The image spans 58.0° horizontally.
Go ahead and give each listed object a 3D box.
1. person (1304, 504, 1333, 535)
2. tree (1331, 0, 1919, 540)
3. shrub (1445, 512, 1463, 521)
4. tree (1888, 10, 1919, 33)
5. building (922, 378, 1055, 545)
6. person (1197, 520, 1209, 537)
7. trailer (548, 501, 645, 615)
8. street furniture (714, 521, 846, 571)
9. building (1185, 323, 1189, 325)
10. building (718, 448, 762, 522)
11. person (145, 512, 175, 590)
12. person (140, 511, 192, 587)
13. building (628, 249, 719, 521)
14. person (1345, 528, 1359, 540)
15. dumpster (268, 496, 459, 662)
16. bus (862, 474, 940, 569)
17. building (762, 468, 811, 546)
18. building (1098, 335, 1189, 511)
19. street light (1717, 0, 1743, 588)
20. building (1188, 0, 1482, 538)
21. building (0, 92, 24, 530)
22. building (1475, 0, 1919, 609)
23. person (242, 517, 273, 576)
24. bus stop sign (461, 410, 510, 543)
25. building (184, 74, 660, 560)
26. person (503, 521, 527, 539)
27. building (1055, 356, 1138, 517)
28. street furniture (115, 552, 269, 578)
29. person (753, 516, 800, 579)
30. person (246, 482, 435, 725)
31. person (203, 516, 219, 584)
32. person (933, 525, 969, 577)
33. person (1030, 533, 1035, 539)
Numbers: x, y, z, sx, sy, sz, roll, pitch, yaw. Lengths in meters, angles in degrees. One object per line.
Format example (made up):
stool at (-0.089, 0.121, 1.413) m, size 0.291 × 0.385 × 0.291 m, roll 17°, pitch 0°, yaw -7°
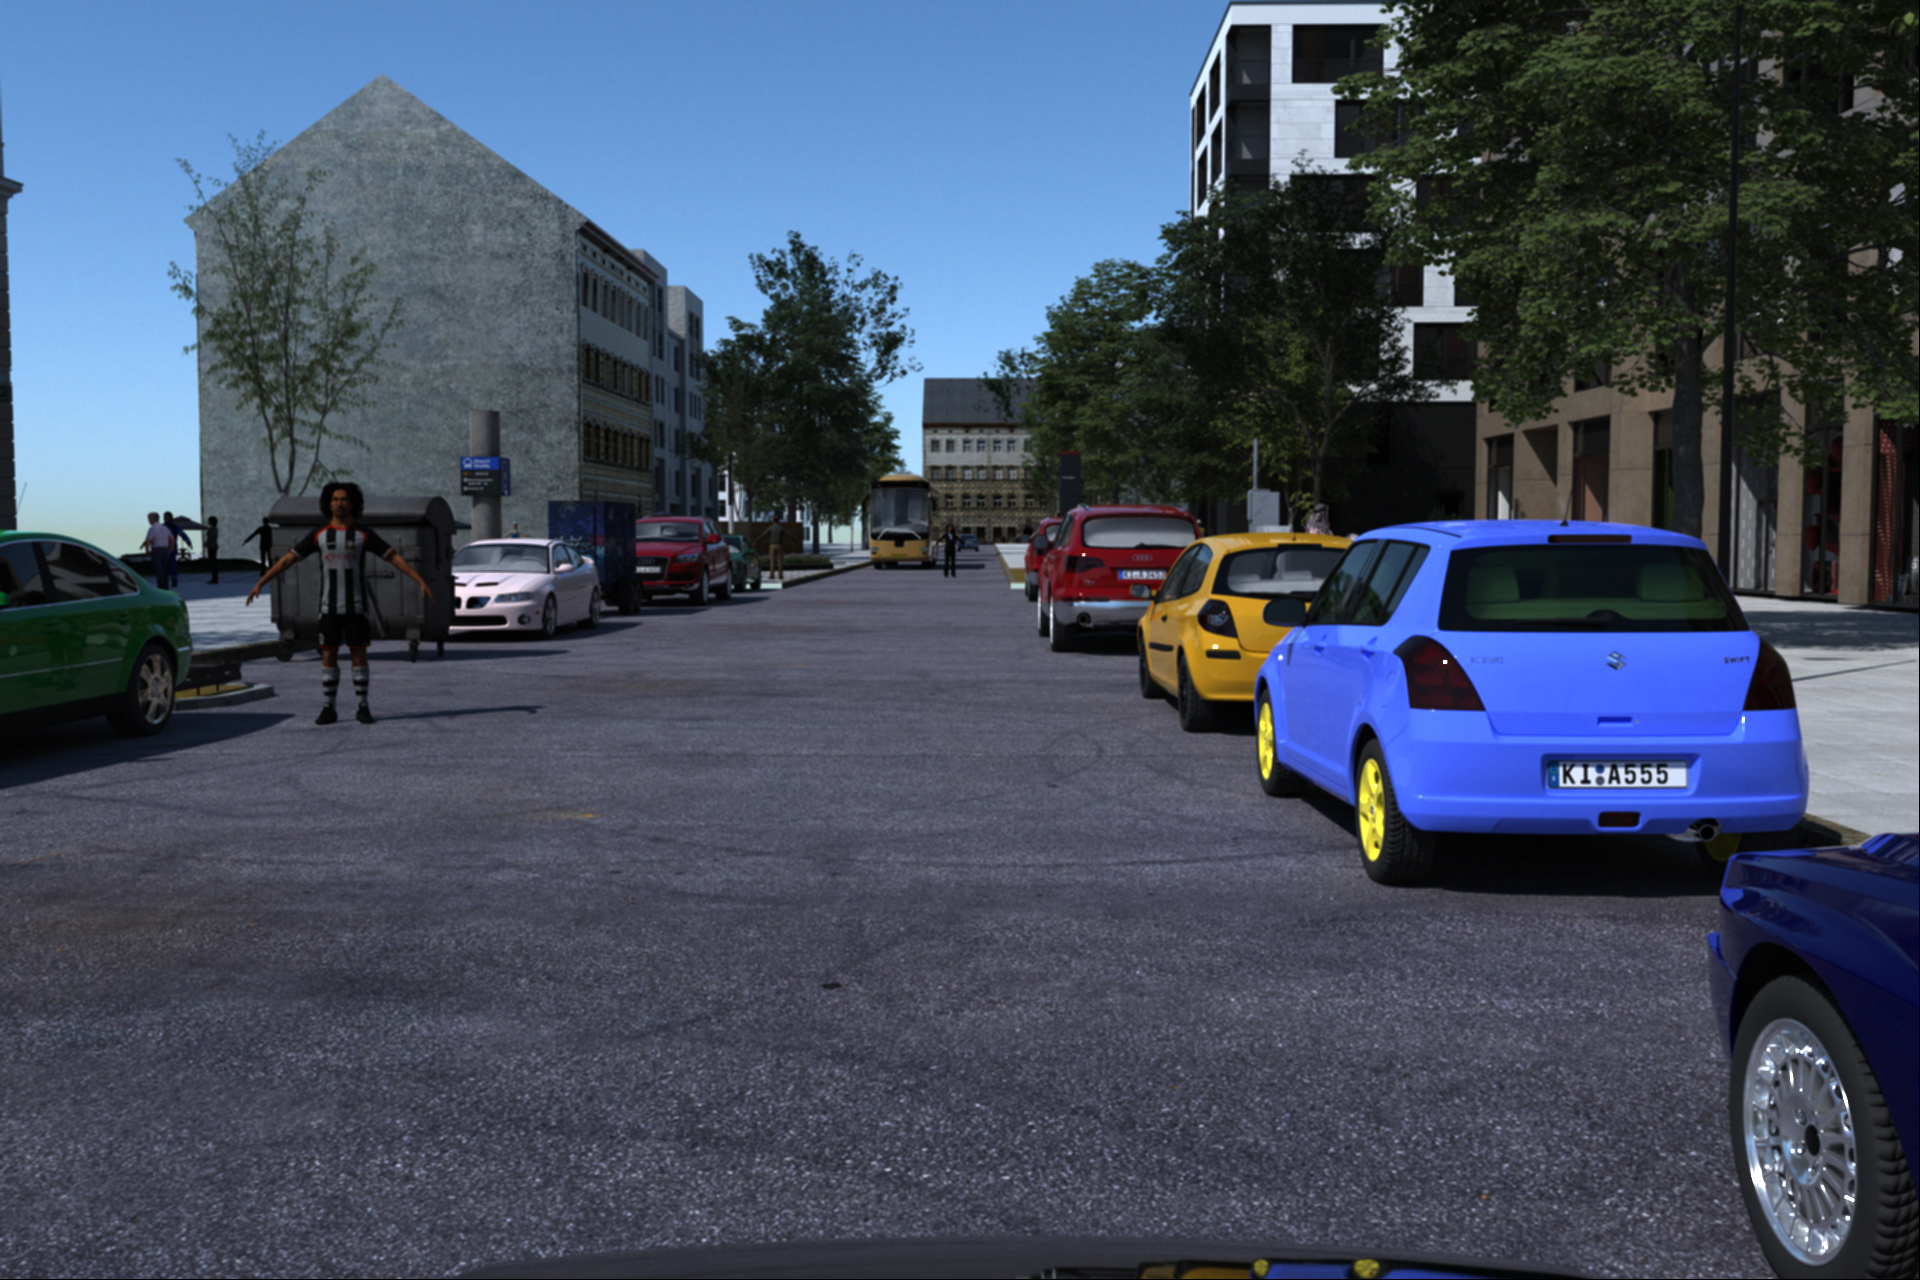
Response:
person at (5.489, -1.208, 26.459) m, size 0.621 × 1.740 × 0.551 m, roll -1°, pitch 4°, yaw -17°
tree at (7.841, -6.198, 19.473) m, size 7.486 × 12.596 × 7.792 m, roll 0°, pitch 3°, yaw 0°
shrub at (17.441, -3.500, 61.265) m, size 1.661 × 2.075 × 1.752 m, roll 0°, pitch 3°, yaw 0°
tree at (8.278, -3.677, 10.475) m, size 4.737 × 8.622 × 4.395 m, roll 0°, pitch 3°, yaw 0°
building at (4.058, -25.015, 242.383) m, size 18.063 × 23.208 × 19.493 m, roll 0°, pitch 4°, yaw 1°
person at (9.184, -3.717, 66.748) m, size 1.349 × 1.833 × 0.705 m, roll -2°, pitch 4°, yaw -34°
trailer at (-6.534, -1.422, 30.302) m, size 1.471 × 1.999 × 3.904 m, roll 0°, pitch 4°, yaw 1°
street furniture at (-9.039, -3.336, 61.392) m, size 11.010 × 1.723 × 9.812 m, roll 2°, pitch 4°, yaw 32°
building at (25.802, -17.418, 115.720) m, size 19.493 × 23.208 × 18.063 m, roll 0°, pitch 4°, yaw 1°
building at (-23.420, -13.727, 166.591) m, size 9.099 × 9.664 × 28.070 m, roll 0°, pitch 4°, yaw 1°
person at (-15.820, -1.659, 34.109) m, size 0.436 × 1.711 × 0.756 m, roll 2°, pitch 4°, yaw 25°
person at (-19.240, -2.208, 42.074) m, size 1.345 × 1.831 × 0.704 m, roll 0°, pitch 4°, yaw 7°
building at (-27.910, -15.728, 123.617) m, size 16.747 × 18.905 × 31.486 m, roll 0°, pitch 4°, yaw 0°
person at (10.025, -2.128, 44.032) m, size 0.628 × 1.438 × 0.799 m, roll -3°, pitch 4°, yaw -39°
dumpster at (-6.805, -0.708, 19.786) m, size 1.865 × 1.857 × 1.264 m, roll 0°, pitch 4°, yaw 1°
bus at (-2.298, -5.067, 74.394) m, size 2.896 × 3.916 × 12.252 m, roll 0°, pitch 4°, yaw 1°
building at (-21.482, -15.637, 197.815) m, size 9.099 × 9.664 × 28.070 m, roll 0°, pitch 3°, yaw 0°
building at (24.463, -21.431, 181.322) m, size 19.493 × 23.208 × 18.063 m, roll 0°, pitch 4°, yaw 1°
street light at (6.713, -2.527, 13.864) m, size 1.470 × 5.913 × 1.316 m, roll 0°, pitch 4°, yaw 1°
building at (24.664, -14.610, 82.856) m, size 27.936 × 21.610 × 32.646 m, roll 0°, pitch 4°, yaw 1°
building at (-32.634, -15.415, 37.941) m, size 13.634 × 28.700 × 20.117 m, roll 0°, pitch 4°, yaw 2°
building at (24.822, -14.126, 34.165) m, size 19.351 × 26.588 × 34.151 m, roll 0°, pitch 4°, yaw 1°
person at (-21.217, -2.861, 52.968) m, size 1.347 × 1.806 × 0.705 m, roll -2°, pitch 4°, yaw -32°
bus stop sign at (-10.171, -2.946, 37.180) m, size 0.837 × 3.901 × 0.837 m, roll 0°, pitch 3°, yaw 0°
building at (-27.370, -15.987, 92.309) m, size 19.493 × 23.208 × 18.063 m, roll 0°, pitch 4°, yaw 1°
person at (-19.819, -4.364, 77.204) m, size 1.347 × 1.847 × 0.705 m, roll 1°, pitch 4°, yaw 12°
building at (25.627, -22.708, 215.243) m, size 27.936 × 21.610 × 32.646 m, roll 0°, pitch 4°, yaw 1°
street furniture at (-26.135, -2.443, 55.570) m, size 5.734 × 0.657 × 10.072 m, roll 0°, pitch 4°, yaw 2°
person at (-5.221, -2.626, 49.206) m, size 1.348 × 1.796 × 0.705 m, roll -1°, pitch 4°, yaw -11°
person at (-4.673, -0.276, 13.117) m, size 1.345 × 1.843 × 0.704 m, roll -1°, pitch 4°, yaw -13°
person at (-19.390, -2.324, 44.759) m, size 0.721 × 1.744 × 1.215 m, roll -1°, pitch 4°, yaw -14°
person at (-0.308, -2.932, 57.112) m, size 1.216 × 1.740 × 0.721 m, roll -1°, pitch 4°, yaw -16°
person at (3.219, -3.708, 66.808) m, size 1.347 × 1.806 × 0.705 m, roll 0°, pitch 4°, yaw -4°
